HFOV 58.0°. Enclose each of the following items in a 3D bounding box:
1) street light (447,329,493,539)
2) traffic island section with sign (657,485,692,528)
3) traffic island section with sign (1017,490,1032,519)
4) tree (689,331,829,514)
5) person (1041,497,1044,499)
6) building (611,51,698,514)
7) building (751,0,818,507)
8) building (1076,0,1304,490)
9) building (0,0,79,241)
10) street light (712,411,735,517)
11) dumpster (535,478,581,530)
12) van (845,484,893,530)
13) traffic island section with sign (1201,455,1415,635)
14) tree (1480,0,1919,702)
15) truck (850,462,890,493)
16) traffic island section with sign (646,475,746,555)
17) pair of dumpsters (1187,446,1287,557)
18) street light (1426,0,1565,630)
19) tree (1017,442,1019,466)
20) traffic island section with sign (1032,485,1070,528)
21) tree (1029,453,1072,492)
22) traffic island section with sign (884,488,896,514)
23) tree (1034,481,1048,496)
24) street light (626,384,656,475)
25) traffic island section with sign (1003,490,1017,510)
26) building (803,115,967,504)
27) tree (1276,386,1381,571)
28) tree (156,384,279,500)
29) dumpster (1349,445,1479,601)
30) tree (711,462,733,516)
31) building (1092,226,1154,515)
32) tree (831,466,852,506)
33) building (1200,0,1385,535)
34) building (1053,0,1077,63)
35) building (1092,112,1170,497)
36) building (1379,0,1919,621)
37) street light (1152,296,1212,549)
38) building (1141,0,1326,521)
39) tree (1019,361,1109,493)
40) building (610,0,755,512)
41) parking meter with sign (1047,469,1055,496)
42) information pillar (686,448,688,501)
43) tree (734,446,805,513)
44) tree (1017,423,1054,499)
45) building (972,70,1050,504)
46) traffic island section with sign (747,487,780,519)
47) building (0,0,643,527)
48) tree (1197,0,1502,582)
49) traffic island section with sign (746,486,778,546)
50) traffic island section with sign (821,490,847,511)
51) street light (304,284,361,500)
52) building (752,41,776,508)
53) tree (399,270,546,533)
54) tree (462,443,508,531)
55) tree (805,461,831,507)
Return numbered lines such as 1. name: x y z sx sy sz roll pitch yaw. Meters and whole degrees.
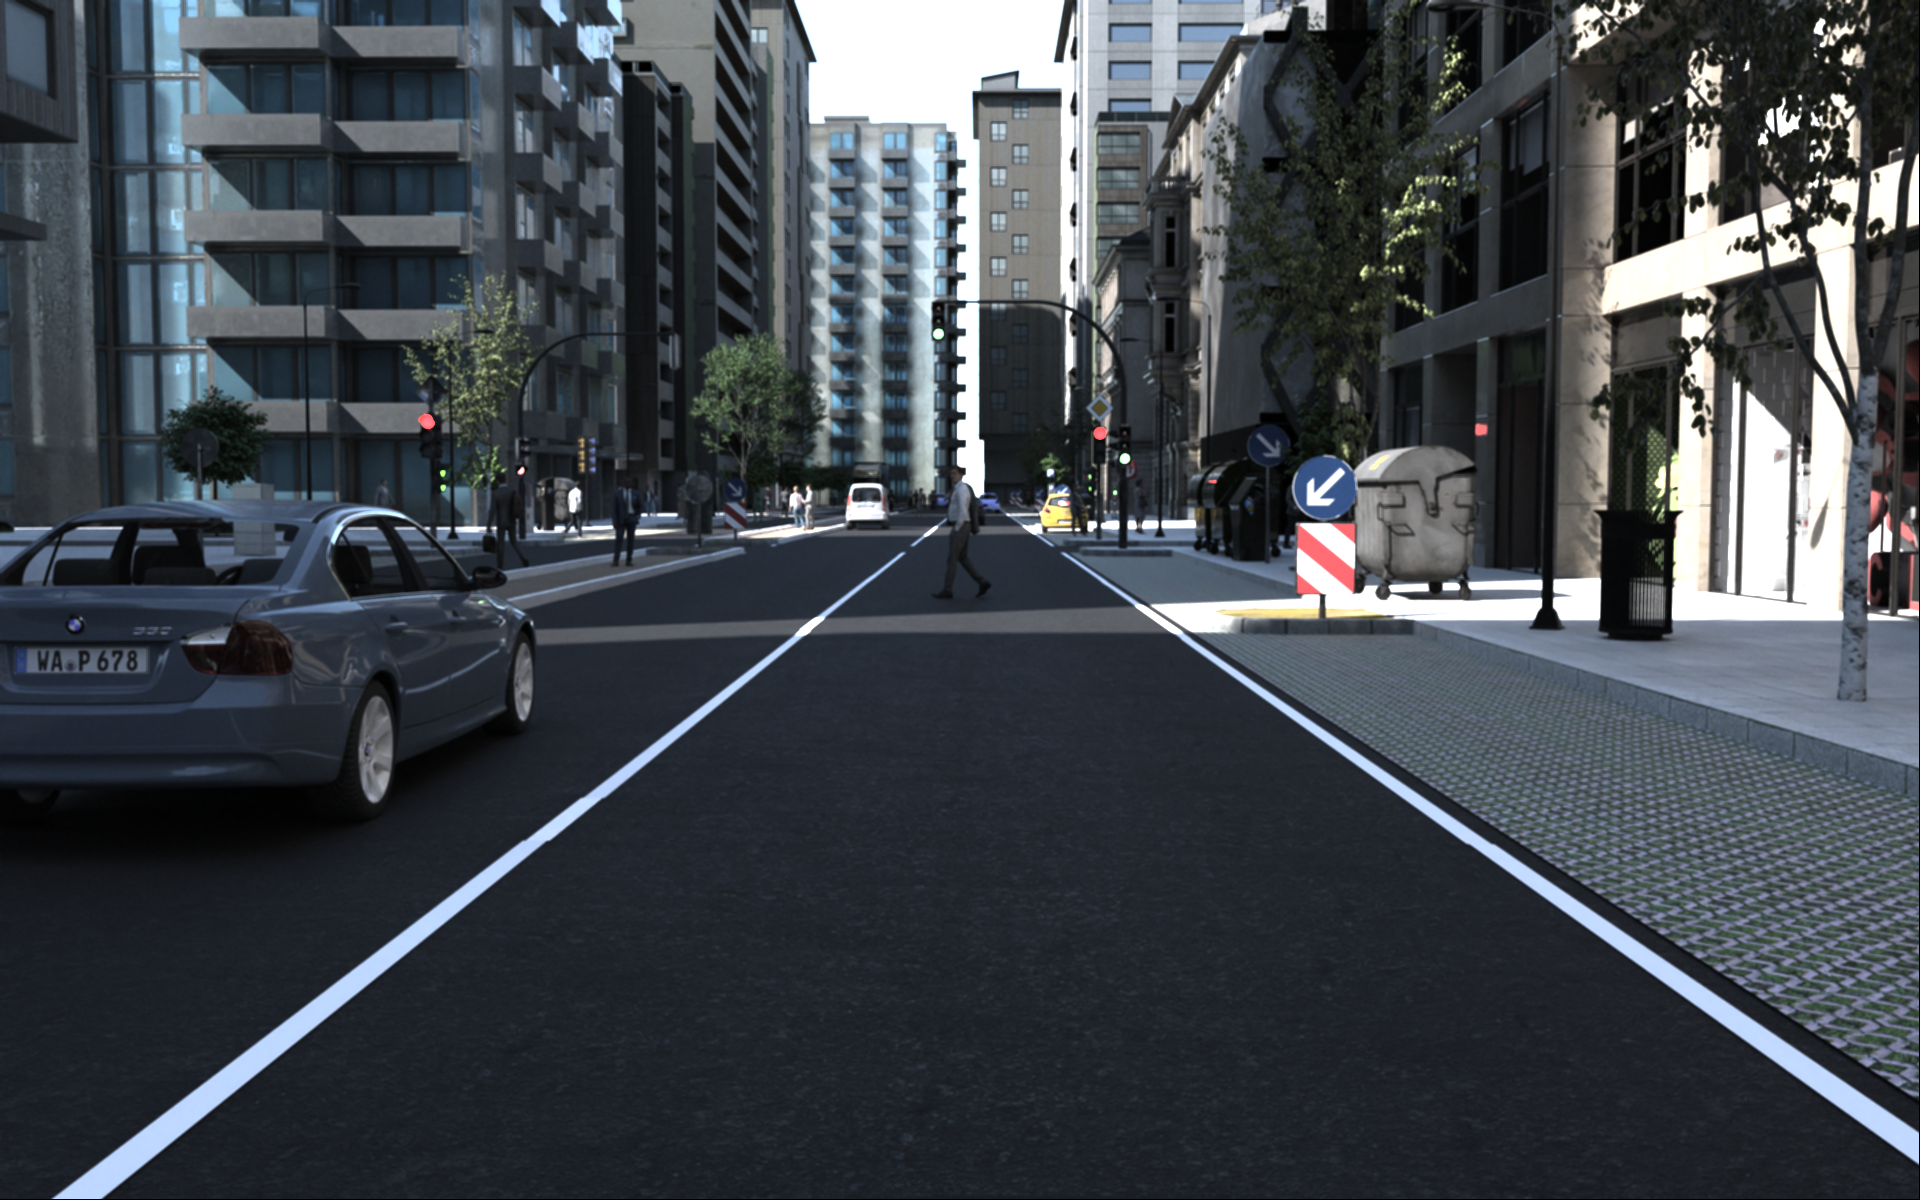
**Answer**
1. street light: -13.834 -4.671 48.914 1.470 5.913 1.316 0 4 1
2. traffic island section with sign: -11.803 -4.004 74.101 1.989 1.847 2.006 0 4 1
3. traffic island section with sign: 4.493 -5.631 100.700 1.989 1.847 2.006 0 4 1
4. tree: -13.723 -11.290 110.348 9.928 11.665 9.643 0 3 0
5. person: 8.945 -11.384 192.174 0.705 1.824 1.348 -2 4 -34
6. building: -25.869 -21.079 116.343 14.160 30.474 14.107 0 4 1
7. building: -29.909 -36.249 181.904 27.495 52.752 28.713 0 4 1
8. building: 20.907 -37.454 154.375 21.231 58.520 28.212 0 4 1
9. building: -31.597 -26.472 22.063 27.495 52.752 28.713 0 4 1
10. street light: -13.317 -7.630 97.290 1.470 5.913 1.316 0 4 1
11. dumpster: -14.334 -3.421 61.685 1.264 1.857 1.865 0 4 1
12. van: -3.746 -3.903 70.820 2.013 2.044 4.112 0 4 -1
13. traffic island section with sign: 3.633 -0.603 18.485 1.989 1.847 2.006 0 4 1
14. tree: 5.494 -3.694 10.752 4.360 8.622 3.978 0 3 0
15. truck: -7.888 -10.076 153.648 2.839 4.237 11.283 0 4 2
16. traffic island section with sign: -6.301 -2.022 41.197 2.006 1.907 1.989 0 4 1
17. pair of dumpsters: 5.896 -2.116 37.093 1.574 2.255 4.437 0 4 1
18. street light: 5.057 -2.679 16.349 1.470 5.913 1.316 0 4 1
19. tree: 8.298 -15.346 201.268 4.360 8.622 3.978 0 3 0
20. traffic island section with sign: 4.216 -3.983 73.746 1.989 1.847 2.006 0 4 1
21. tree: 6.981 -9.198 134.104 4.285 4.588 4.351 0 3 0
22. traffic island section with sign: -5.429 -7.070 123.738 2.006 1.907 1.989 0 4 1
23. tree: 7.375 -9.376 147.906 1.663 3.219 1.824 0 3 0
24. street light: -13.522 -6.163 73.311 1.470 5.913 1.316 0 4 1
25. traffic island section with sign: 5.031 -8.763 151.902 1.989 1.847 2.006 0 4 1
26. building: -14.336 -36.819 221.605 30.456 49.044 23.786 0 4 1
27. tree: 5.912 -2.093 28.824 1.663 3.219 1.824 0 3 0
28. tree: -22.265 -4.175 51.971 4.285 4.588 4.351 0 3 0
29. dumpster: 5.611 -0.961 21.473 1.264 1.857 1.865 0 4 1
30. tree: -13.919 -6.660 103.498 1.663 3.219 1.824 0 3 0
31. building: 14.556 -15.261 114.141 10.561 19.102 19.286 0 4 1
32. tree: -13.839 -11.360 169.453 4.285 4.588 4.351 0 3 0
33. building: 17.634 -11.694 58.641 16.811 18.784 16.820 0 4 1
34. building: 24.666 -36.274 182.314 28.713 52.752 27.495 0 4 1
35. building: 17.162 -22.168 134.149 14.160 30.474 14.107 0 4 1
36. building: 18.576 -13.188 20.148 19.350 26.468 34.151 0 4 1
37. street light: 5.305 -4.169 40.709 1.470 5.913 1.316 0 4 1
38. building: 16.522 -16.367 86.684 14.460 24.649 34.723 0 4 1
39. tree: 6.259 -8.882 95.590 4.360 8.622 3.978 0 3 0
40. building: -28.107 -31.252 134.673 21.300 48.544 21.600 0 4 1
41. parking meter with sign: 6.303 -7.570 120.025 0.543 3.016 1.738 0 4 0
42. information pillar: -13.909 -5.927 88.255 0.183 3.616 0.504 0 4 -7
43. tree: -13.794 -8.213 117.999 4.285 4.588 4.351 0 3 0
44. tree: 7.494 -13.555 171.989 4.737 8.622 4.395 0 3 0
45. building: 15.317 -38.830 224.116 27.495 52.752 28.713 0 4 1
46. traffic island section with sign: -11.533 -5.653 101.055 1.989 1.847 2.006 0 4 1
47. building: -27.956 -28.026 77.840 23.786 49.044 30.456 0 4 1
48. tree: 5.607 -4.566 25.015 4.737 8.622 4.395 0 3 0
49. traffic island section with sign: -6.213 -2.475 48.604 2.006 1.907 1.989 0 4 1
50. traffic island section with sign: -11.005 -8.693 150.763 1.989 1.847 2.006 0 4 1
51. street light: -13.918 -4.026 38.372 1.470 5.913 1.316 0 4 1
52. building: -24.135 -28.689 152.665 14.154 41.232 14.086 0 4 1
53. tree: -15.634 -6.486 56.401 4.737 8.622 4.395 0 3 0
54. tree: -16.262 -4.021 60.337 1.663 3.219 1.824 0 3 0
55. tree: -13.902 -9.800 143.949 4.285 4.588 4.351 0 3 0
